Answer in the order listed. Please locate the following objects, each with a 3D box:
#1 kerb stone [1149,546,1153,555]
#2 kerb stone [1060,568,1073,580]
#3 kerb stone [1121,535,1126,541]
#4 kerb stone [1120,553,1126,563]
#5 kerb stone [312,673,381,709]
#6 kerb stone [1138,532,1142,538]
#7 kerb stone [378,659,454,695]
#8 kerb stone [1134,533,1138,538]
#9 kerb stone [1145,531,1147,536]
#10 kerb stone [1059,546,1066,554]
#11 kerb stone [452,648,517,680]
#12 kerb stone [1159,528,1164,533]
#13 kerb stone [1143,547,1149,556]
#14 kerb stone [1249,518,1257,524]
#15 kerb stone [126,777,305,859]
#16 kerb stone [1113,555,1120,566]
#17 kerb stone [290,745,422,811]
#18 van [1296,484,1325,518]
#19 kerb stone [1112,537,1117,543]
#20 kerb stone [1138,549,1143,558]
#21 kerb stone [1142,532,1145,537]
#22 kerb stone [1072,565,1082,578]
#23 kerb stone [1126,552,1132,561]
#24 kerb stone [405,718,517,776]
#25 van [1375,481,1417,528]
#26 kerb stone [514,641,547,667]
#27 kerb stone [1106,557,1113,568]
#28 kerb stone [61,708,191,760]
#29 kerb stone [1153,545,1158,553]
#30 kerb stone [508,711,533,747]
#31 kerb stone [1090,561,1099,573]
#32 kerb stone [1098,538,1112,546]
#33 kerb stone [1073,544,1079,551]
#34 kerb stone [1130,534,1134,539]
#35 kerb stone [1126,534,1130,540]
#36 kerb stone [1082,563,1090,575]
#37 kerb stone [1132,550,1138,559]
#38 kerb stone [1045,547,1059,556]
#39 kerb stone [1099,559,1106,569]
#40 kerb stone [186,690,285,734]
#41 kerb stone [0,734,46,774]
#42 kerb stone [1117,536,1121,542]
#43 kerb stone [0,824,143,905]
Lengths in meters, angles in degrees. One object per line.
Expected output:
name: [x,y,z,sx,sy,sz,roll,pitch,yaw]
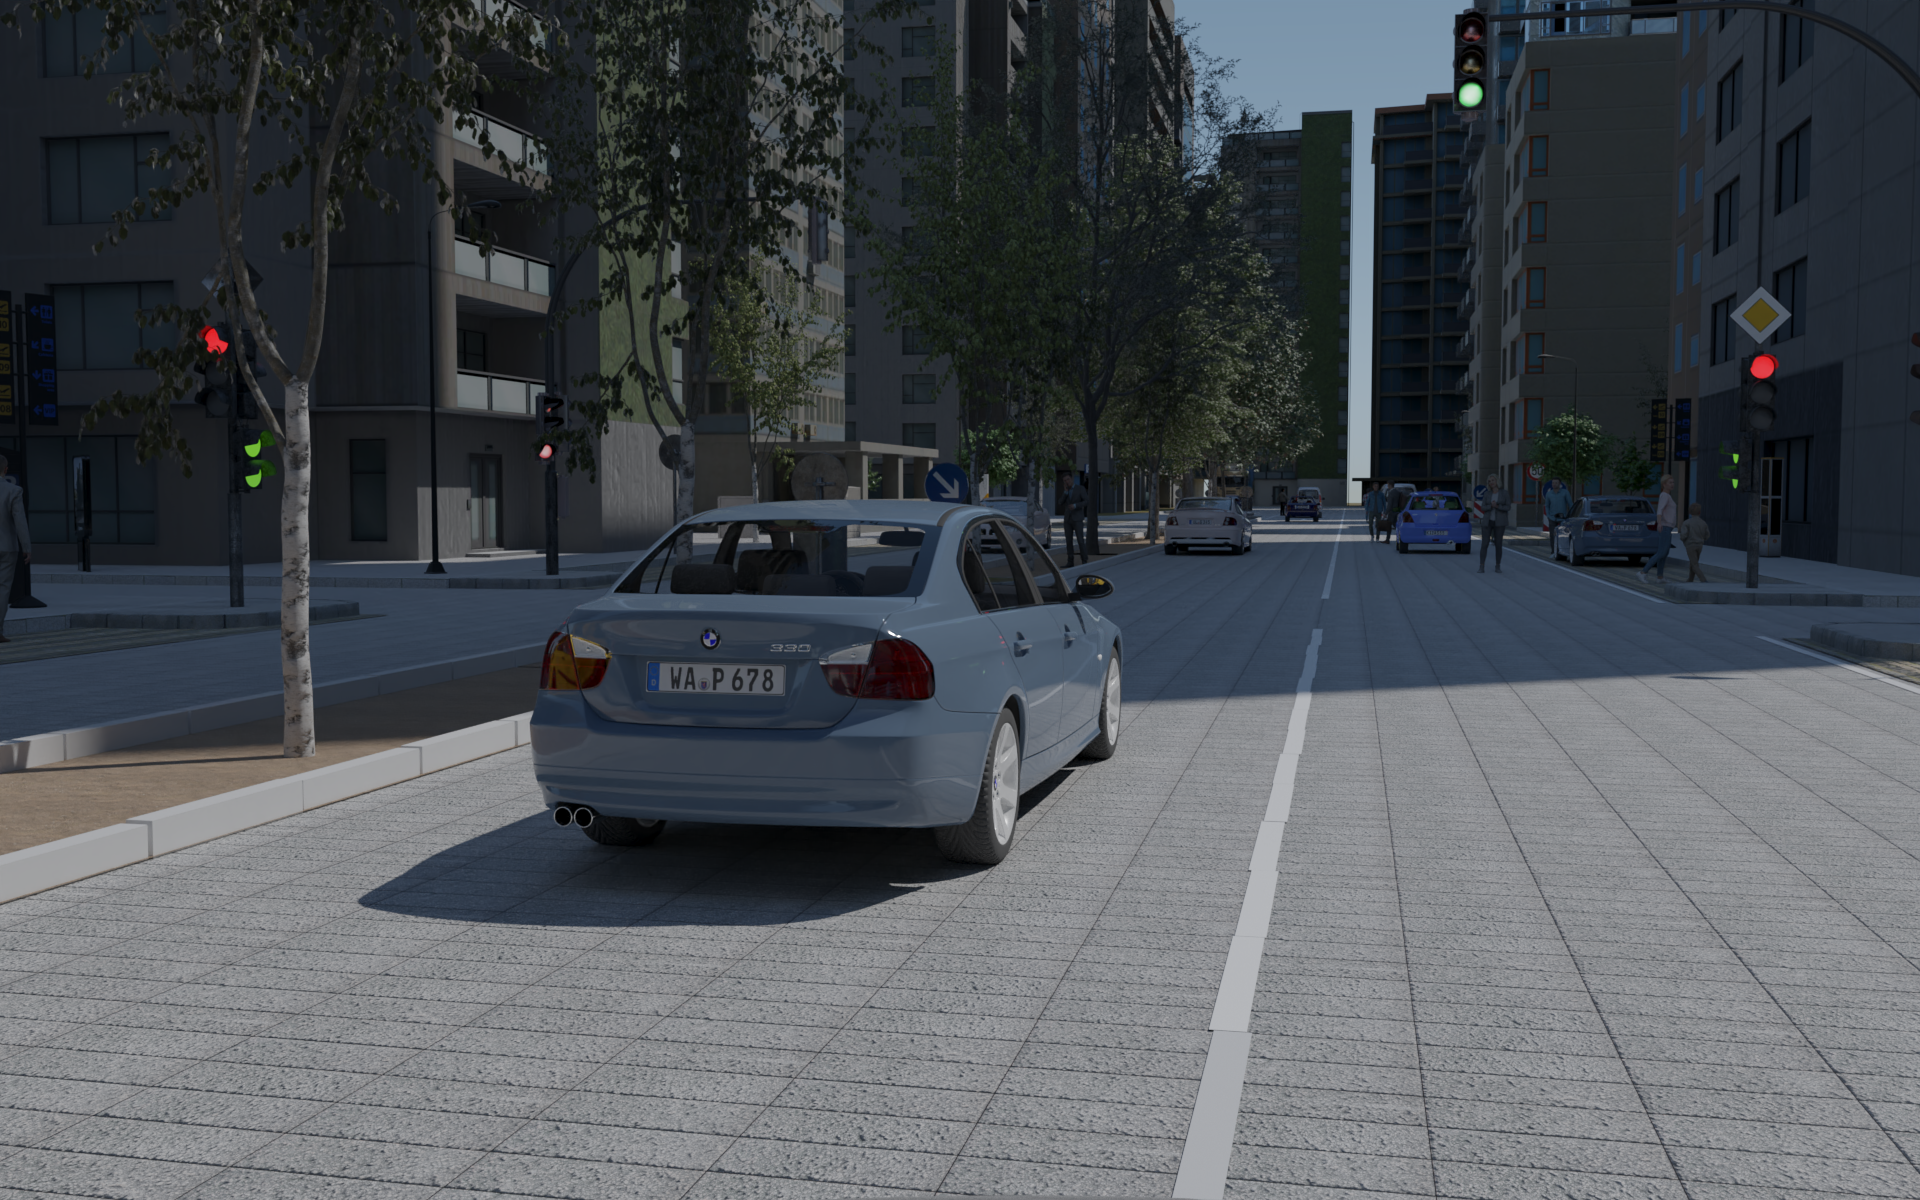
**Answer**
kerb stone: [4.386,-1.136,40.852,0.120,0.150,1.000,1,4,13]
kerb stone: [1.697,-0.407,28.844,0.120,0.150,1.000,1,4,13]
kerb stone: [4.807,-1.841,52.318,0.120,0.150,1.000,1,4,13]
kerb stone: [3.271,-0.835,35.846,0.120,0.150,1.000,1,4,13]
kerb stone: [-4.281,0.641,11.769,0.120,0.150,1.000,1,4,13]
kerb stone: [5.709,-2.087,56.324,0.120,0.150,1.000,1,4,13]
kerb stone: [-4.055,0.577,12.766,0.120,0.150,1.000,1,4,13]
kerb stone: [5.483,-2.026,55.315,0.120,0.150,1.000,1,4,13]
kerb stone: [6.155,-2.209,58.321,0.120,0.150,1.000,1,4,13]
kerb stone: [2.333,-1.168,41.296,0.120,0.150,1.000,1,4,13]
kerb stone: [-3.828,0.518,13.762,0.120,0.150,1.000,1,4,13]
kerb stone: [7.721,-2.638,65.327,0.120,0.150,1.000,1,4,13]
kerb stone: [4.169,-1.080,39.852,0.120,0.150,1.000,1,4,13]
kerb stone: [14.702,-3.956,86.872,0.120,0.150,1.000,1,4,13]
kerb stone: [-3.120,0.911,7.302,0.120,0.150,1.000,1,4,13]
kerb stone: [3.045,-0.773,34.841,0.120,0.150,1.000,1,4,13]
kerb stone: [-2.906,0.856,8.302,0.120,0.150,1.000,1,4,13]
van: [21.086,-5.983,104.837,2.013,2.044,4.112,1,4,11]
kerb stone: [4.363,-1.720,50.312,0.120,0.150,1.000,1,4,13]
kerb stone: [3.935,-1.019,38.857,0.120,0.150,1.000,1,4,13]
kerb stone: [5.926,-2.147,57.324,0.120,0.150,1.000,1,4,13]
kerb stone: [1.923,-0.468,29.846,0.120,0.150,1.000,1,4,13]
kerb stone: [3.487,-0.896,36.851,0.120,0.150,1.000,1,4,13]
kerb stone: [-2.682,0.788,9.305,0.120,0.150,1.000,1,4,13]
van: [18.019,-3.938,71.406,2.013,2.044,4.112,1,4,11]
kerb stone: [-3.607,0.455,14.760,0.120,0.150,1.000,1,4,13]
kerb stone: [2.823,-0.710,33.843,0.120,0.150,1.000,1,4,13]
kerb stone: [-4.732,0.760,9.770,0.120,0.150,1.000,1,4,13]
kerb stone: [4.612,-1.199,41.848,0.120,0.150,1.000,1,4,13]
kerb stone: [-2.451,0.727,10.303,0.120,0.150,1.000,1,4,13]
kerb stone: [2.372,-0.590,31.845,0.120,0.150,1.000,1,4,13]
kerb stone: [4.130,-1.655,49.317,0.120,0.150,1.000,1,4,13]
kerb stone: [2.779,-1.291,43.305,0.120,0.150,1.000,1,4,13]
kerb stone: [5.251,-1.957,54.320,0.120,0.150,1.000,1,4,13]
kerb stone: [5.030,-1.903,53.315,0.120,0.150,1.000,1,4,13]
kerb stone: [2.145,-0.529,30.848,0.120,0.150,1.000,1,4,13]
kerb stone: [3.718,-0.958,37.858,0.120,0.150,1.000,1,4,13]
kerb stone: [2.107,-1.103,40.299,0.120,0.150,1.000,1,4,13]
kerb stone: [2.592,-0.651,32.844,0.120,0.150,1.000,1,4,13]
kerb stone: [-4.507,0.699,10.772,0.120,0.150,1.000,1,4,13]
kerb stone: [-4.955,0.821,8.772,0.120,0.150,1.000,1,4,13]
kerb stone: [4.580,-1.781,51.316,0.120,0.150,1.000,1,4,13]
kerb stone: [-3.347,0.983,6.307,0.120,0.150,1.000,1,4,13]
